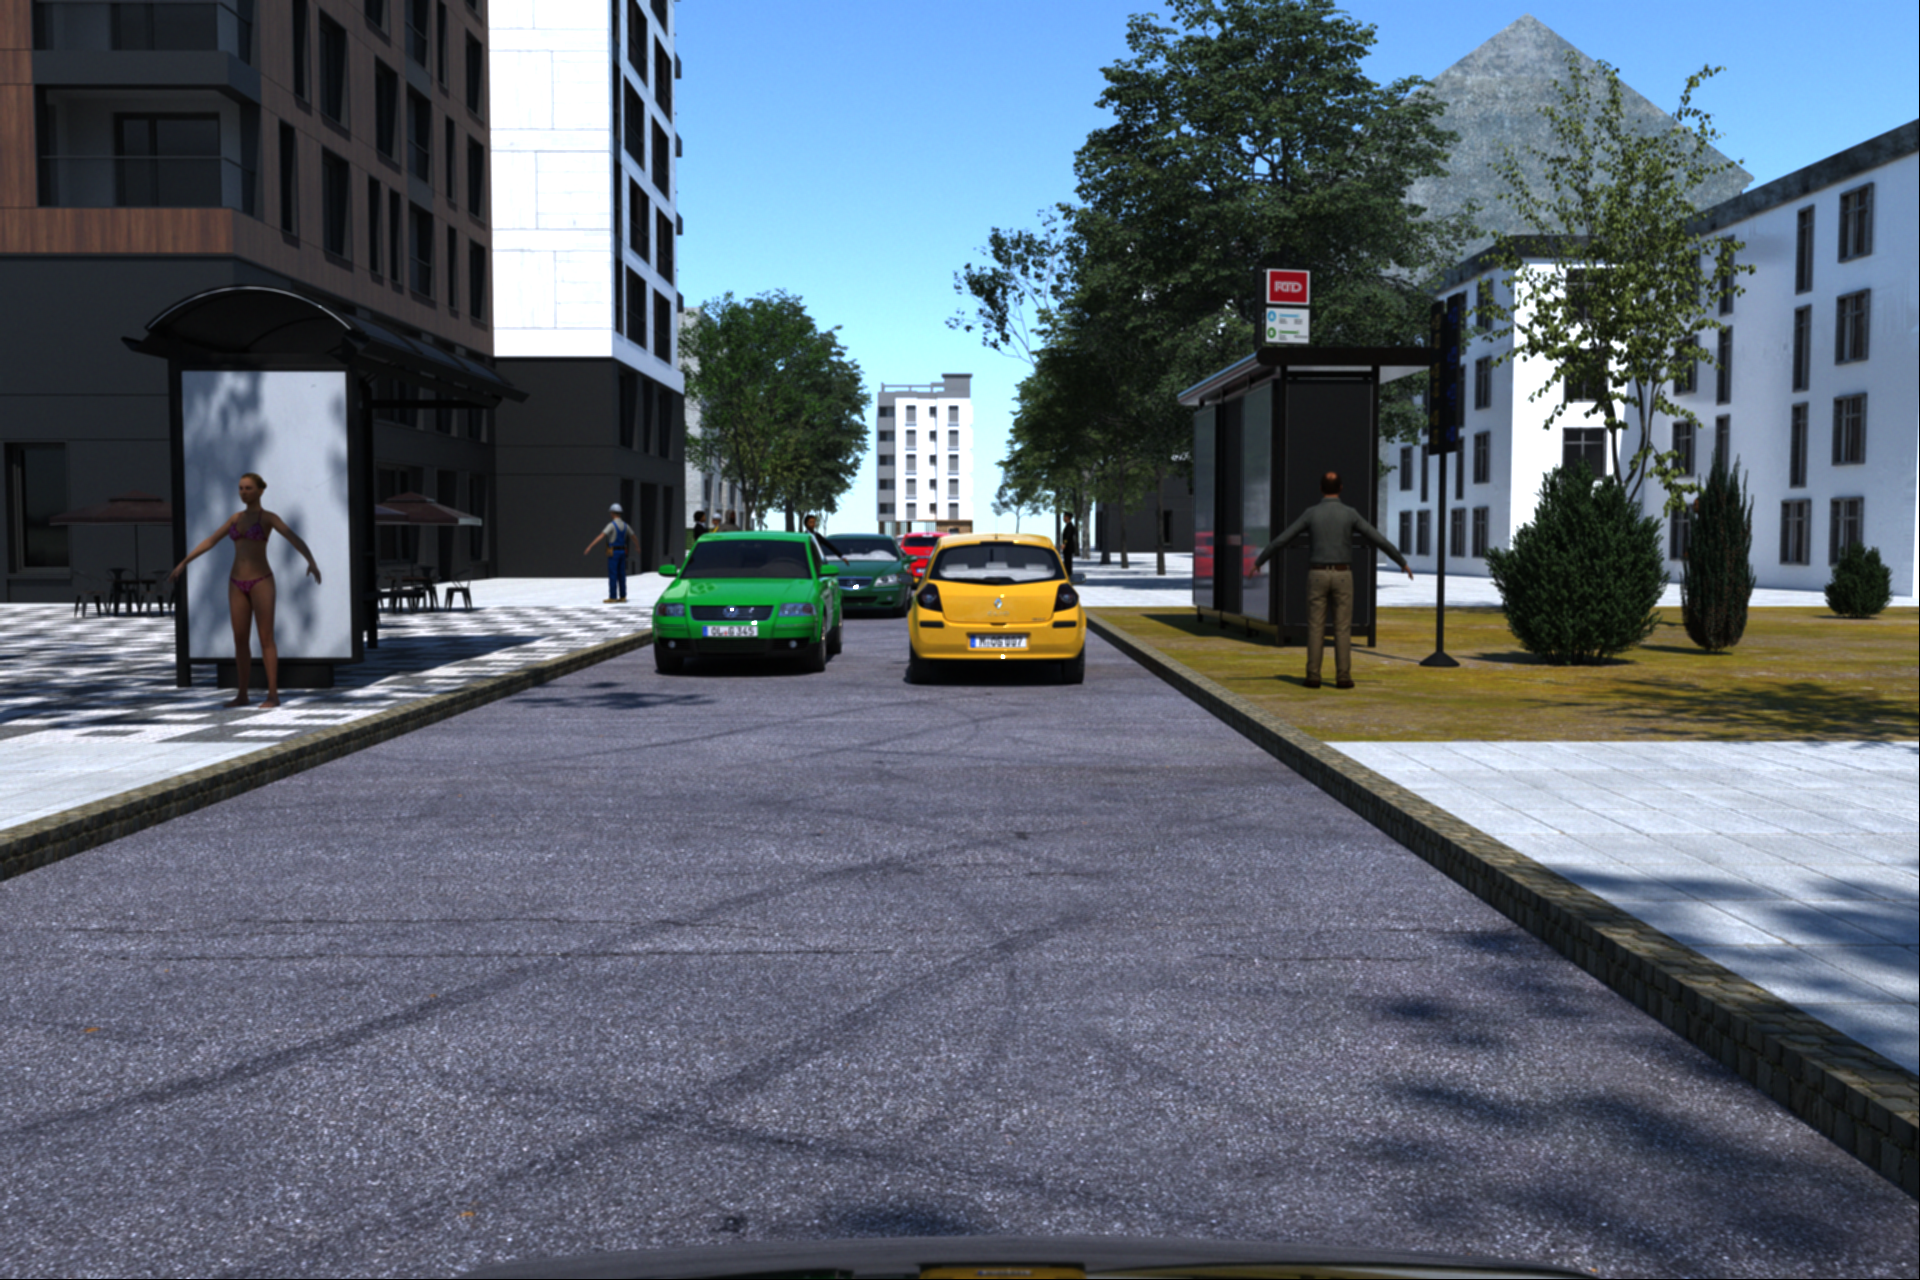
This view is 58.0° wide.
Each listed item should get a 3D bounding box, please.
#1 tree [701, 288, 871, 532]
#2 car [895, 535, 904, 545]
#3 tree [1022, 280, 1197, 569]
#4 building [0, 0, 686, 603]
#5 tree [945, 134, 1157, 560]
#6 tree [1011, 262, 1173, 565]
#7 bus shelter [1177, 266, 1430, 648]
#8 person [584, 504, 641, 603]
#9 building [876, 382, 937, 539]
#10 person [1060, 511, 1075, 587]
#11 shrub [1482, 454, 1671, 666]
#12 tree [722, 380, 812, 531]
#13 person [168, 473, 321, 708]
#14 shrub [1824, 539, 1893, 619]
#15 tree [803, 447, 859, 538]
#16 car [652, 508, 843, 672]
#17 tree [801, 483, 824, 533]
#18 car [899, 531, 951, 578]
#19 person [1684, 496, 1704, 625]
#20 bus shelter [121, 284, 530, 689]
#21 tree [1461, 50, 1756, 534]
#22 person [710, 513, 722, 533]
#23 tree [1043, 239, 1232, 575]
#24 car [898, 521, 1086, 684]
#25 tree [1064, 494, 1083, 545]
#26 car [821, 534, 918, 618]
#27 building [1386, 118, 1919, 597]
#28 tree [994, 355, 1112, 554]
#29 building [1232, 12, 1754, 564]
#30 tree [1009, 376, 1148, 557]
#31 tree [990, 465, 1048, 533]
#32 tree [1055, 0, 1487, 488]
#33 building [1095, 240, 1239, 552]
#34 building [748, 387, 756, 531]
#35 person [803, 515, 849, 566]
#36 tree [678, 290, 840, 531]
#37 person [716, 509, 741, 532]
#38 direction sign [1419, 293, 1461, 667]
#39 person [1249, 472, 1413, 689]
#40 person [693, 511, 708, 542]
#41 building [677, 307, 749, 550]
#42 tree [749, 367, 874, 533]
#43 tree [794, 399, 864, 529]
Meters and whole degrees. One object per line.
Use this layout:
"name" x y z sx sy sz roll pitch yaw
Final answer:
"tree" -8.769 -11.197 89.728 9.857 13.997 8.962 0 3 0
"car" -2.584 -4.614 87.797 2.083 1.381 4.827 0 4 0
"tree" 5.796 -7.932 64.108 7.601 10.594 8.767 0 4 4
"building" -23.966 -12.450 47.533 27.936 21.610 32.646 0 4 -1
"tree" 5.648 -13.997 84.741 12.611 20.169 13.585 0 3 0
"tree" 6.021 -9.440 72.477 7.486 12.596 7.792 0 3 0
"bus shelter" 4.285 -2.817 23.695 2.179 5.291 8.768 0 4 -1
"person" -6.425 -1.618 32.309 0.705 1.847 1.347 3 4 36
"building" -9.691 -21.383 208.488 11.380 20.090 16.016 0 4 6
"person" 2.558 -2.171 41.430 0.705 1.837 1.347 0 4 7
"shrub" 6.103 -0.801 17.143 1.661 2.075 1.752 0 3 0
"tree" -9.142 -7.997 81.116 4.737 8.622 4.395 0 3 0
"person" -5.264 -0.366 12.789 1.217 1.733 0.721 1 4 10
"shrub" 13.618 -0.925 26.245 1.383 1.207 1.383 0 3 0
"tree" -8.796 -9.812 110.795 4.360 8.622 3.978 0 3 0
"car" -2.294 -0.649 19.407 1.959 1.807 4.718 0 4 -1
"tree" -9.435 -10.195 117.052 4.360 8.622 3.978 0 3 0
"car" -0.843 -2.262 46.017 2.155 1.783 4.494 0 4 0
"person" 10.233 -1.087 23.991 0.704 1.802 1.346 1 4 16
"bus shelter" -5.808 -1.400 16.819 2.014 3.302 5.546 0 4 -1
"tree" 9.944 -4.633 26.113 4.737 8.622 4.395 0 3 0
"person" -5.761 -2.076 40.404 0.721 1.772 1.216 -2 4 -30
"tree" 5.945 -7.277 53.394 7.601 10.594 8.767 -2 4 -28
"car" 0.342 -0.476 18.013 2.015 1.641 3.980 0 4 0
"tree" 14.108 -15.586 205.188 4.737 8.622 4.395 0 3 0
"car" -1.814 -1.188 31.217 2.131 1.459 4.920 0 4 0
"building" 20.022 -6.531 48.923 9.099 9.664 28.070 0 4 0
"tree" 5.965 -11.685 109.178 7.486 12.596 7.792 0 3 0
"building" 23.894 -15.395 82.634 19.493 23.208 18.063 0 3 0
"tree" 6.759 -10.525 97.845 9.928 11.665 9.643 0 3 0
"tree" 7.092 -16.625 206.236 7.601 10.594 8.767 0 4 2
"tree" 7.089 -8.132 39.619 9.857 13.997 8.962 0 3 0
"building" 24.455 -17.901 136.653 27.936 21.610 32.646 0 4 0
"building" -27.076 -19.484 174.975 16.016 20.090 11.380 0 4 -1
"person" -2.330 -1.118 27.458 1.216 1.740 0.721 -2 4 -27
"tree" -8.879 -9.013 73.114 9.928 11.665 9.643 0 3 0
"person" -4.842 -1.870 36.697 0.705 1.813 1.348 3 5 41
"direction sign" 4.673 -1.515 16.772 0.379 3.537 0.876 0 4 -1
"person" 3.083 -0.499 14.437 1.348 1.796 0.705 1 4 12
"person" -5.023 -1.675 34.108 0.721 1.740 1.216 -1 4 -19
"building" -28.656 -17.389 150.766 16.747 18.905 31.486 0 4 0
"tree" -9.293 -10.819 102.650 9.928 11.665 9.643 0 3 0
"tree" -17.496 -21.629 209.524 12.611 20.169 13.585 0 3 0
